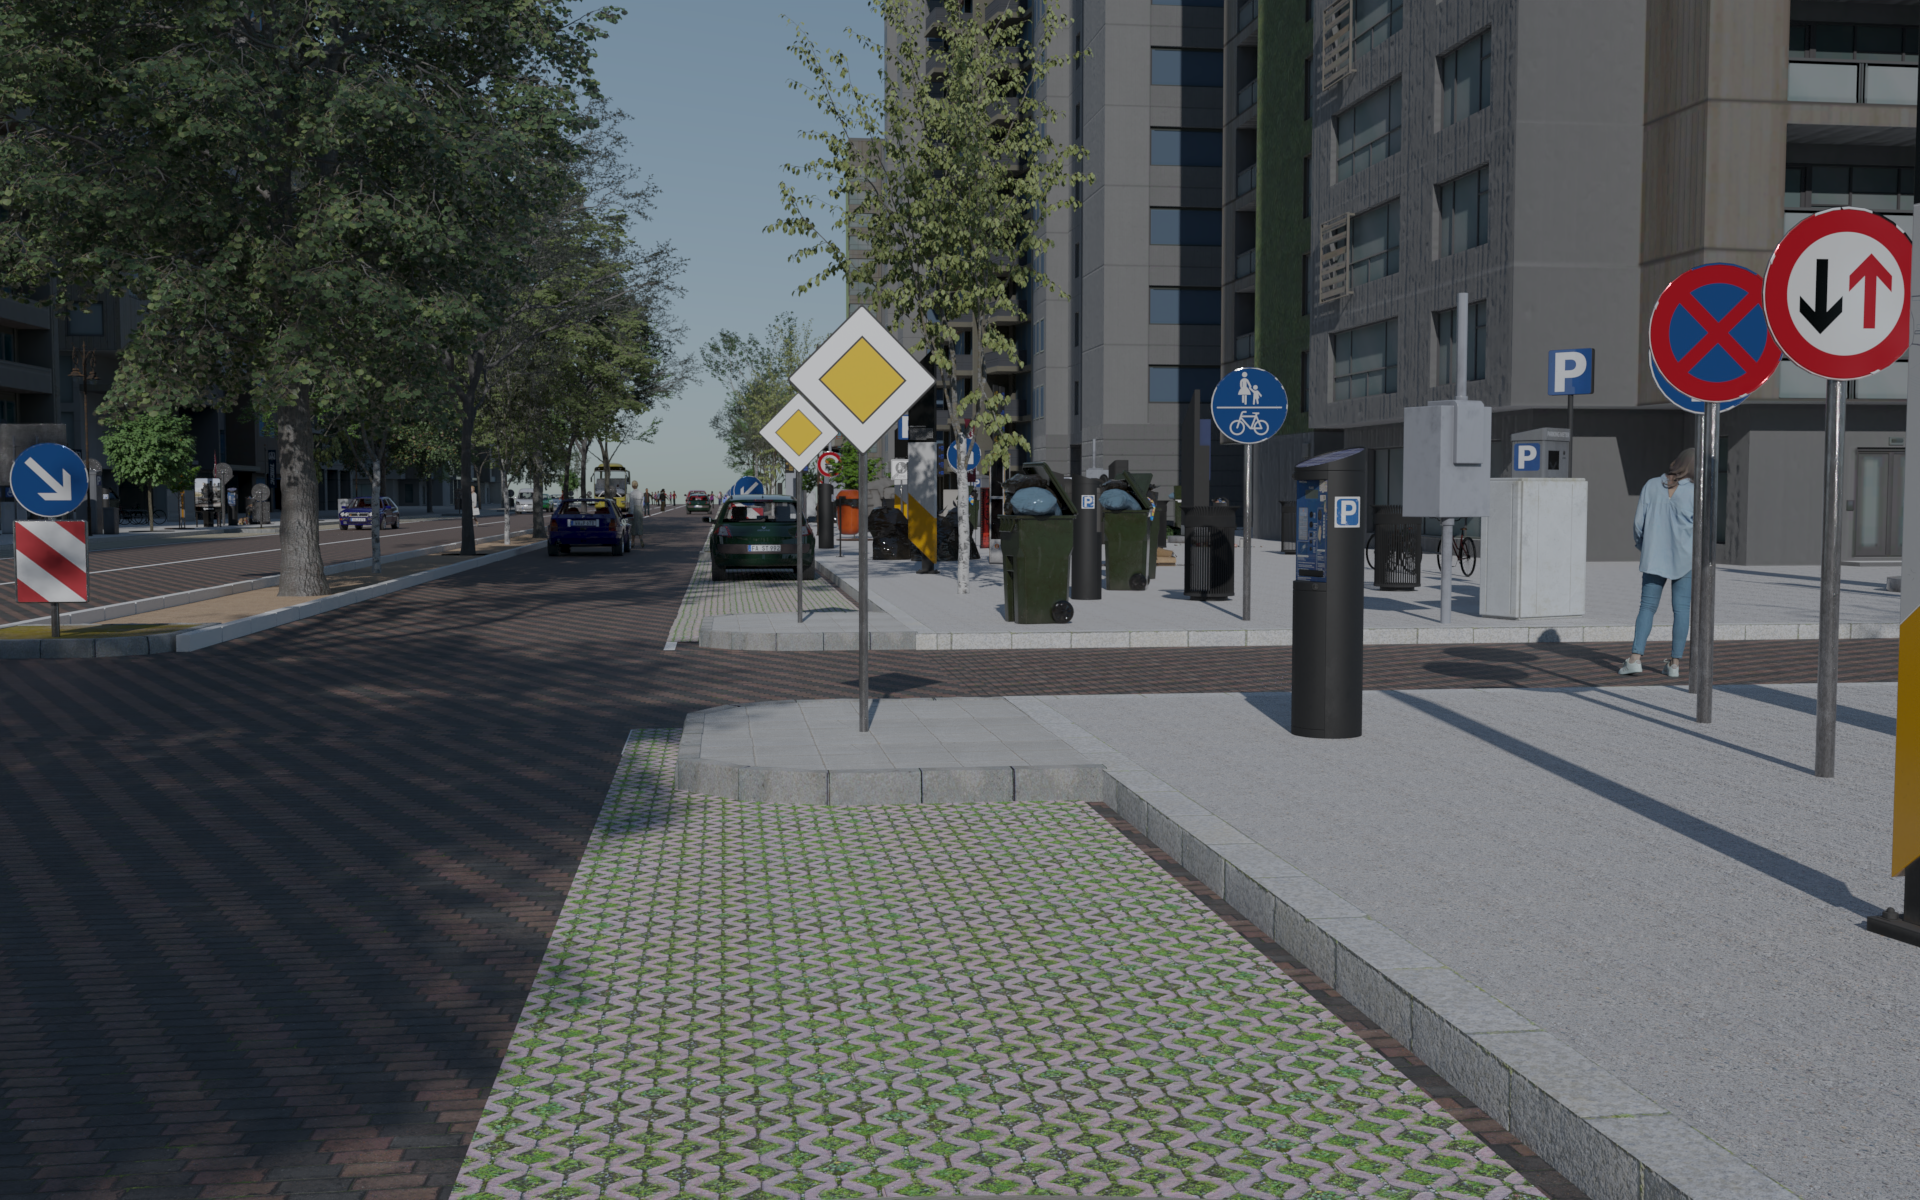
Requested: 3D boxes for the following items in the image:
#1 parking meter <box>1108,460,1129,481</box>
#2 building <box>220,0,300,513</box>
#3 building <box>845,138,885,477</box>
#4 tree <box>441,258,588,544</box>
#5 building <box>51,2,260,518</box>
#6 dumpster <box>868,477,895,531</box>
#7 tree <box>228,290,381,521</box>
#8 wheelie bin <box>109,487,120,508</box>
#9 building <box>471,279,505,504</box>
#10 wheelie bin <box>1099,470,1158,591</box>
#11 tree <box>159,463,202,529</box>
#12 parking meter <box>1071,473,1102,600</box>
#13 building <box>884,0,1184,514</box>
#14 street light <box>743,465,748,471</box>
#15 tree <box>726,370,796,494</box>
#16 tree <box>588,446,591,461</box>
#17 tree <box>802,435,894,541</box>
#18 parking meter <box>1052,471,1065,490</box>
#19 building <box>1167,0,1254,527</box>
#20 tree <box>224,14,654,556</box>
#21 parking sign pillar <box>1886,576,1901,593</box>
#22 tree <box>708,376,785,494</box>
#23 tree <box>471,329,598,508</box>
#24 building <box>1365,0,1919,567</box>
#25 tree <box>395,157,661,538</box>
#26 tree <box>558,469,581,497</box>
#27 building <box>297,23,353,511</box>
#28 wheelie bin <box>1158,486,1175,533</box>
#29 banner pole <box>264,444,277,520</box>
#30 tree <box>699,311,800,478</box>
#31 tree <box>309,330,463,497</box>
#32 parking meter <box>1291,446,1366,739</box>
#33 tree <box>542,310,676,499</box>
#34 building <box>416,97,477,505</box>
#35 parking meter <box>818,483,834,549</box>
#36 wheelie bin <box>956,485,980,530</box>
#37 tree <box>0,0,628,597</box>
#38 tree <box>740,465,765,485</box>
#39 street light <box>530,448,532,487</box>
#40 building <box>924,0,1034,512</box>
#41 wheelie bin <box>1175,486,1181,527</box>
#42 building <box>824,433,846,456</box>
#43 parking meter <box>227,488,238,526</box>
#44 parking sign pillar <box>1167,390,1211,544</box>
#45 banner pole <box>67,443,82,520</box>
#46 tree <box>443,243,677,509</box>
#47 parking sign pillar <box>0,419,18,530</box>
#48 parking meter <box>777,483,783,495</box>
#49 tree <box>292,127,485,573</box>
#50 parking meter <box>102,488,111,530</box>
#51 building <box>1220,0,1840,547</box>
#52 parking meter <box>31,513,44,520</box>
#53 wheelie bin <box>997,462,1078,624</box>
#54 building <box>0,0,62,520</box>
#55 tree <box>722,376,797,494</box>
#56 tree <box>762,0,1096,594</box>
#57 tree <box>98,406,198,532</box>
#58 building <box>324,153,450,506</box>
[{"bbox_3d":[2.724,-1.475,29.836,0.255,1.863,0.399,-1,4,-14],"label":"parking meter"},{"bbox_3d":[-54.763,-28.765,120.423,14.600,45.320,14.200,0,4,-8],"label":"building"},{"bbox_3d":[-6.416,-31.735,202.465,14.154,41.232,14.086,0,4,-8],"label":"building"},{"bbox_3d":[-12.740,-5.849,48.447,4.360,8.622,3.978,0,3,0],"label":"tree"},{"bbox_3d":[-58.039,-31.163,98.754,28.713,52.752,27.495,0,4,-8],"label":"building"},{"bbox_3d":[-2.714,-3.232,58.601,1.264,1.857,1.865,0,4,-8],"label":"dumpster"},{"bbox_3d":[-30.811,-9.529,81.562,9.928,11.665,9.643,0,3,0],"label":"tree"},{"bbox_3d":[-36.442,-4.062,74.326,0.693,1.594,0.980,-2,4,-33],"label":"wheelie bin"},{"bbox_3d":[-68.714,-33.473,230.871,14.154,41.232,14.086,0,4,-8],"label":"building"},{"bbox_3d":[2.222,-0.933,23.164,0.693,1.594,0.980,1,4,10],"label":"wheelie bin"},{"bbox_3d":[-28.387,-4.190,63.115,1.663,3.219,1.824,0,3,0],"label":"tree"},{"bbox_3d":[1.541,-0.774,21.073,0.372,1.533,0.369,0,3,0],"label":"parking meter"},{"bbox_3d":[4.253,-36.800,143.683,21.231,58.520,28.212,0,4,-8],"label":"building"},{"bbox_3d":[-25.814,-14.566,210.934,0.468,5.910,1.993,0,4,-8],"label":"street light"},{"bbox_3d":[-11.388,-9.593,107.207,4.360,8.622,3.978,0,3,0],"label":"tree"},{"bbox_3d":[-50.700,-16.986,228.088,4.360,8.622,3.978,0,3,0],"label":"tree"},{"bbox_3d":[-3.030,-3.245,47.663,1.663,3.219,1.824,0,3,0],"label":"tree"},{"bbox_3d":[2.386,-2.278,42.954,0.399,1.863,0.255,-1,4,-16],"label":"parking meter"},{"bbox_3d":[13.996,-32.902,79.950,21.231,58.520,28.212,0,4,-8],"label":"building"},{"bbox_3d":[-11.477,-7.776,39.963,12.009,13.543,11.850,0,3,0],"label":"tree"},{"bbox_3d":[12.937,-2.084,22.541,1.447,3.967,1.447,1,4,9],"label":"parking sign pillar"},{"bbox_3d":[-15.258,-12.344,136.233,8.767,10.594,7.601,-3,4,-36],"label":"tree"},{"bbox_3d":[-41.811,-18.542,159.057,12.611,20.169,13.585,0,3,0],"label":"tree"},{"bbox_3d":[16.217,-21.509,35.261,14.086,41.232,14.154,0,4,-8],"label":"building"},{"bbox_3d":[-13.553,-8.261,55.646,7.486,12.596,7.792,0,3,0],"label":"tree"},{"bbox_3d":[-48.691,-14.184,215.625,4.285,4.588,4.351,0,3,0],"label":"tree"},{"bbox_3d":[-60.116,-42.703,136.441,20.563,71.187,20.611,0,4,-8],"label":"building"},{"bbox_3d":[2.598,-1.115,26.141,0.980,1.594,0.693,3,4,37],"label":"wheelie bin"},{"bbox_3d":[-34.268,-5.870,85.989,0.863,3.779,0.401,1,4,15],"label":"banner pole"},{"bbox_3d":[-19.591,-19.700,177.991,12.611,20.169,13.585,0,3,0],"label":"tree"},{"bbox_3d":[-33.048,-11.137,99.094,9.611,12.733,9.660,0,3,0],"label":"tree"},{"bbox_3d":[1.957,-0.049,9.206,0.372,1.533,0.369,0,3,0],"label":"parking meter"},{"bbox_3d":[-17.575,-9.632,85.693,9.928,11.665,9.643,0,3,0],"label":"tree"},{"bbox_3d":[-71.759,-35.972,207.753,23.786,49.044,30.456,0,4,-8],"label":"building"},{"bbox_3d":[-3.150,-1.977,40.739,0.372,1.533,0.369,0,3,0],"label":"parking meter"},{"bbox_3d":[0.288,-3.339,62.503,0.693,1.594,0.980,-3,4,-38],"label":"wheelie bin"},{"bbox_3d":[-9.198,-7.016,23.830,9.857,13.997,8.962,0,3,0],"label":"tree"},{"bbox_3d":[-22.820,-12.641,190.389,4.285,4.588,4.351,0,3,0],"label":"tree"},{"bbox_3d":[-42.869,-12.244,172.975,0.468,5.910,1.993,0,4,-8],"label":"street light"},{"bbox_3d":[9.237,-28.219,116.012,22.147,44.769,28.867,0,4,-8],"label":"building"},{"bbox_3d":[8.216,-3.447,64.272,0.980,1.594,0.693,0,4,0],"label":"wheelie bin"},{"bbox_3d":[-4.405,-24.115,239.314,27.650,21.520,28.899,0,4,-8],"label":"building"},{"bbox_3d":[-29.582,-3.794,70.437,0.372,1.533,0.369,0,3,0],"label":"parking meter"},{"bbox_3d":[6.171,-3.483,45.418,1.447,3.967,1.447,0,4,-7],"label":"parking sign pillar"},{"bbox_3d":[-43.370,-5.795,84.760,0.863,3.779,0.401,-1,4,-20],"label":"banner pole"},{"bbox_3d":[-14.653,-7.759,63.725,8.767,10.594,7.601,0,4,-8],"label":"tree"},{"bbox_3d":[-33.976,-4.476,61.655,1.447,3.967,1.447,-3,5,-42],"label":"parking sign pillar"},{"bbox_3d":[-9.240,-5.087,88.881,0.255,1.863,0.399,-1,4,-9],"label":"parking meter"},{"bbox_3d":[-10.609,-4.797,31.252,4.737,8.622,4.395,0,3,0],"label":"tree"},{"bbox_3d":[-30.892,-3.318,62.666,0.372,1.533,0.369,0,3,0],"label":"parking meter"},{"bbox_3d":[15.159,-22.488,51.274,14.154,41.232,14.086,0,4,-8],"label":"building"},{"bbox_3d":[-28.783,-2.959,54.091,0.399,1.863,0.255,1,4,9],"label":"parking meter"},{"bbox_3d":[0.759,-0.572,17.256,0.693,1.594,0.980,-1,4,-18],"label":"wheelie bin"},{"bbox_3d":[-51.903,-27.259,69.380,21.300,48.544,21.600,0,4,-8],"label":"building"},{"bbox_3d":[-17.056,-13.988,154.454,9.928,11.665,9.643,0,3,0],"label":"tree"},{"bbox_3d":[-0.123,-4.373,21.853,4.737,8.622,4.395,0,3,0],"label":"tree"},{"bbox_3d":[-27.582,-4.608,59.055,4.285,4.588,4.351,0,3,0],"label":"tree"},{"bbox_3d":[-63.621,-30.769,186.660,14.154,41.232,14.086,0,4,-8],"label":"building"}]
